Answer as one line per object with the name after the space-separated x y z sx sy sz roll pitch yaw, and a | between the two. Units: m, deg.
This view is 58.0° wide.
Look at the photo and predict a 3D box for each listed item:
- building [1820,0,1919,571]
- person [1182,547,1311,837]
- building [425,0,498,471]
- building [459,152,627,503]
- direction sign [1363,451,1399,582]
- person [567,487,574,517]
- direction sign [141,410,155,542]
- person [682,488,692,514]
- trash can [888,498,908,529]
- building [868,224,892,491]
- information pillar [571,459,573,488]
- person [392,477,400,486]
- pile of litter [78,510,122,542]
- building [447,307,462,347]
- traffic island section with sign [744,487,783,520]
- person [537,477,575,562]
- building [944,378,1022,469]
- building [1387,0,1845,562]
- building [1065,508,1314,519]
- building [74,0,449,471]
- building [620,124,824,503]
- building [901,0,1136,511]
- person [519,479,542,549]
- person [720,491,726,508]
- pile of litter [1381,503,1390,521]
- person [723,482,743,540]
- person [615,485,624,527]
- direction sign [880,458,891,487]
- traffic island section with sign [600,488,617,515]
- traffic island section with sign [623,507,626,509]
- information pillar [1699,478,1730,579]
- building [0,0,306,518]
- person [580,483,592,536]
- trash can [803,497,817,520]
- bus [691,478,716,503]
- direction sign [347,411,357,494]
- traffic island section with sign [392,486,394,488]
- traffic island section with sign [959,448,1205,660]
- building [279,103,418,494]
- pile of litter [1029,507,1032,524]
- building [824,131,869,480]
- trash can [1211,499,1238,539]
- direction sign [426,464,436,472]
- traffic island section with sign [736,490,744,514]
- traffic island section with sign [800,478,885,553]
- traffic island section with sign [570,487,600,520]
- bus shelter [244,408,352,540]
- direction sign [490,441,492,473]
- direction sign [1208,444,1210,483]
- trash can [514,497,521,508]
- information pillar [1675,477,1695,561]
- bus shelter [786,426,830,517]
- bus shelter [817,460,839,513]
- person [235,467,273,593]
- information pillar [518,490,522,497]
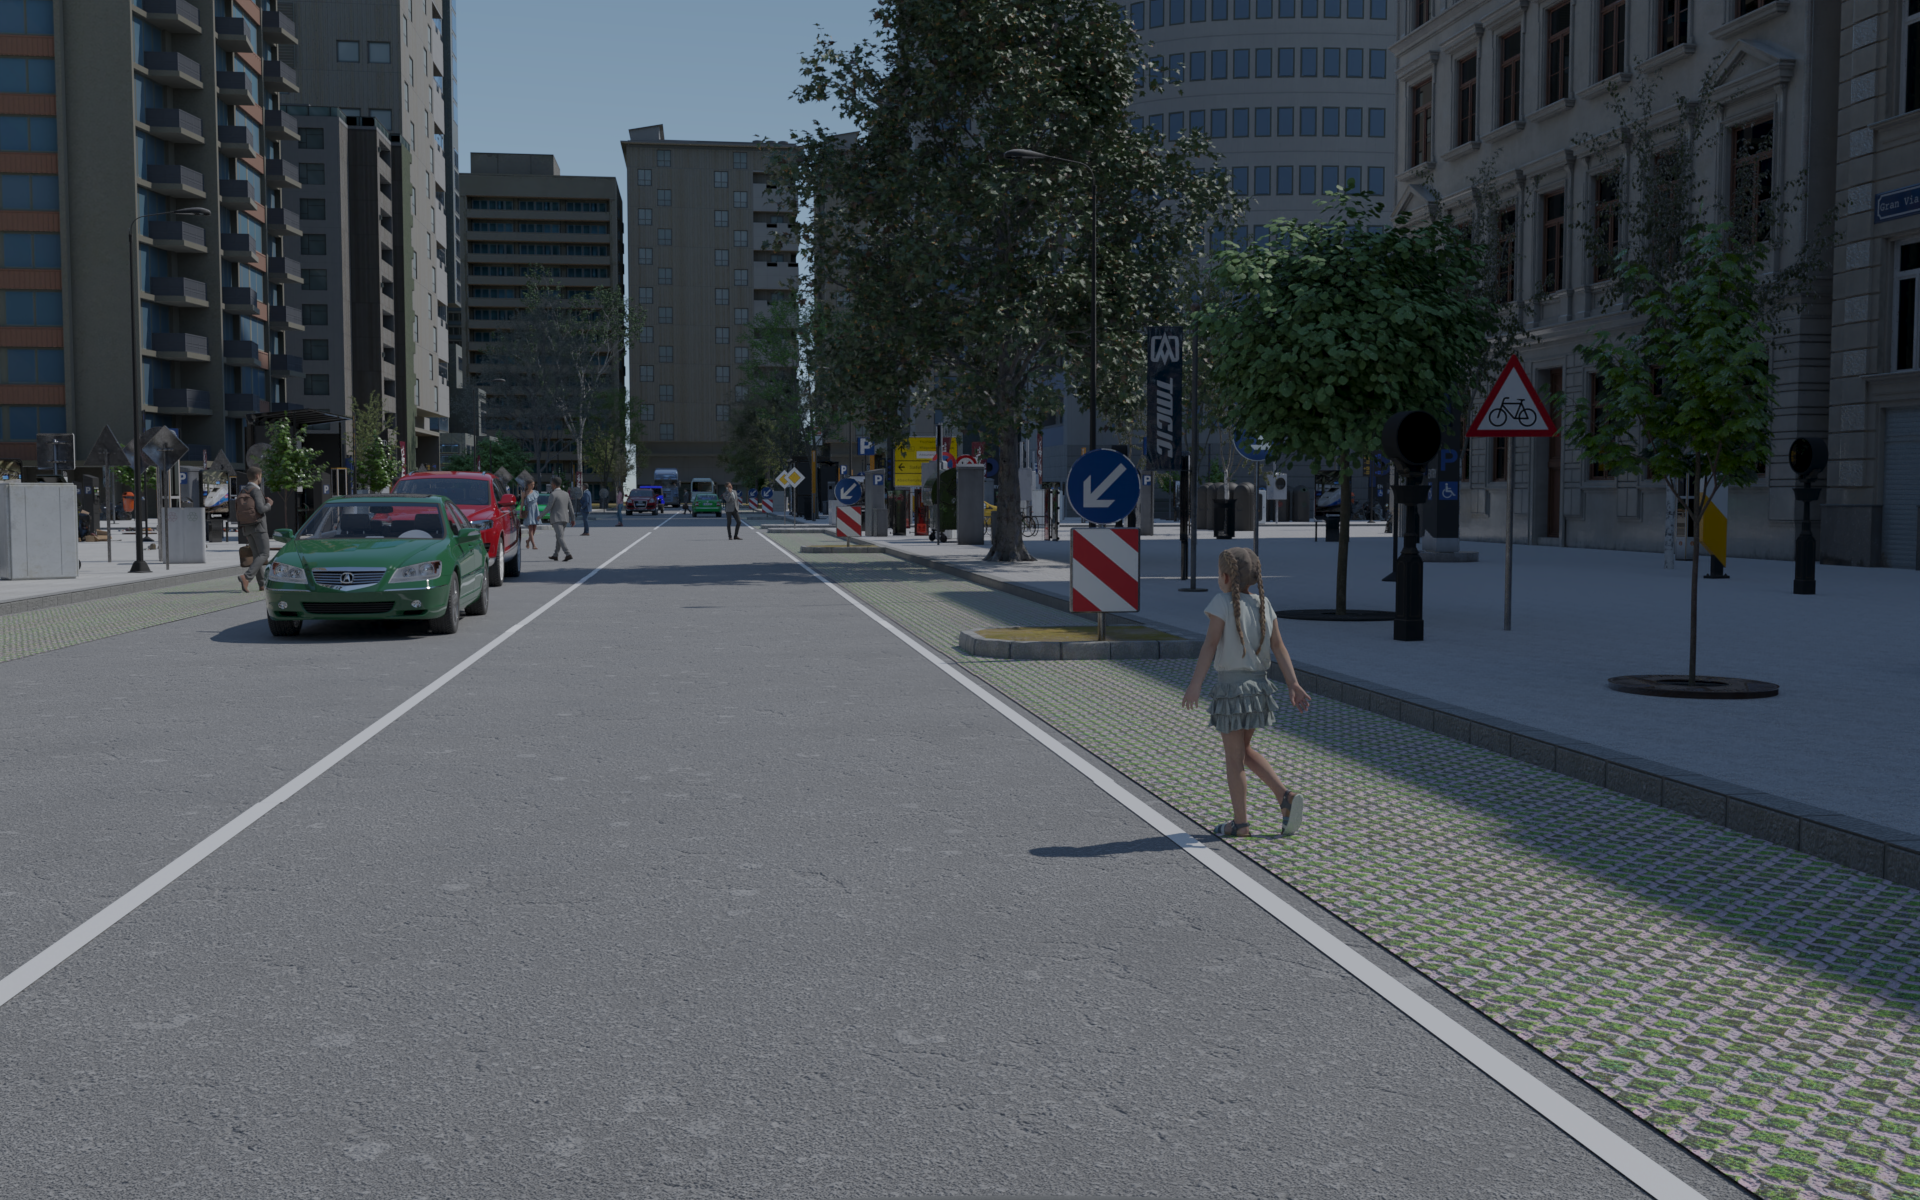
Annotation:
23.017 -13.598 19.597 12.463 27.353 25.104 -1 4 -8 | building
1.165 0.390 7.145 0.505 1.210 0.382 -2 4 -34 | person
-67.574 -53.585 188.780 31.000 86.520 22.319 -1 4 -8 | building
-59.458 -38.262 249.280 21.600 48.544 21.300 -1 4 -8 | building
6.401 -2.042 25.384 0.876 3.537 0.379 3 5 43 | direction sign
-21.800 -5.420 97.098 0.573 1.828 0.580 1 4 23 | person
-22.028 -3.353 46.813 0.379 3.537 0.876 -2 4 -30 | direction sign
-19.225 -6.939 121.911 0.822 1.834 0.622 -2 4 -29 | person
-2.265 -3.141 63.012 0.748 1.137 0.748 0 3 0 | trash can
1.014 -35.266 200.296 21.300 48.544 21.600 -1 4 -8 | building
-26.113 -7.665 116.678 0.183 3.616 0.504 -1 4 -8 | information pillar
-12.056 -1.724 36.954 0.850 1.792 0.678 -1 4 -17 | person
-23.455 -2.001 46.688 1.719 0.858 1.176 -3 5 -44 | pile of litter
-82.867 -34.252 251.895 23.993 40.220 32.217 -1 4 -8 | building
-10.867 -5.371 96.439 1.989 1.847 2.006 -1 4 -8 | traffic island section with sign
-8.555 -1.723 36.942 0.850 1.792 0.678 2 4 32 | person
11.975 -49.683 124.991 22.319 86.520 31.000 -1 4 -8 | building
19.341 -12.625 42.583 11.583 22.565 21.152 -1 4 -8 | building
19.041 -34.091 99.390 28.212 58.520 21.231 -1 4 -8 | building
-60.809 -34.480 152.983 28.713 52.752 27.495 -1 4 -8 | building
-35.258 -40.775 255.916 27.495 52.752 28.713 -1 4 -8 | building
4.190 -38.693 174.629 21.231 58.520 28.212 -1 4 -8 | building
-11.147 -2.215 44.812 0.616 1.811 0.778 -3 4 -37 | person
-24.063 -10.272 177.174 1.217 1.743 0.721 0 4 4 | person
20.412 -4.134 81.554 1.176 0.858 1.719 1 4 15 | pile of litter
-7.106 -2.780 54.133 0.592 1.802 0.473 -2 4 -29 | person
-14.981 -4.148 76.327 0.388 1.821 0.555 0 4 3 | person
-4.643 -7.142 108.766 0.876 3.537 0.379 2 4 28 | direction sign
-24.899 -6.901 121.451 1.989 1.847 2.006 -1 4 -8 | traffic island section with sign
-32.237 -9.938 171.114 1.989 1.847 2.006 -1 4 -8 | traffic island section with sign
11.422 -2.130 26.181 0.504 3.616 0.183 -1 4 -21 | information pillar
-51.836 -27.327 101.414 22.147 44.769 28.867 -1 4 -8 | building
-12.873 -3.113 59.574 0.419 1.800 0.721 -1 4 -13 | person
-7.321 -4.467 84.682 0.748 1.137 0.748 0 3 0 | trash can
-30.913 -13.057 208.336 2.948 3.499 13.247 0 4 -8 | bus
-16.701 -3.414 47.815 0.379 3.537 0.876 -1 4 -16 | direction sign
-12.923 -1.942 40.380 1.989 1.847 2.006 -1 4 -8 | traffic island section with sign
1.034 -0.439 15.803 1.989 1.847 2.006 -1 4 -8 | traffic island section with sign
-49.898 -22.030 131.886 14.160 30.474 14.107 -1 4 -8 | building
3.548 -3.825 76.504 1.176 0.858 1.719 -2 4 -31 | pile of litter
-8.133 -41.052 260.433 27.495 52.752 28.713 -1 4 -8 | building
7.502 -2.293 49.142 0.748 1.137 0.748 0 3 0 | trash can
-39.296 -8.366 128.774 0.379 3.537 0.876 3 4 38 | direction sign
-14.906 -7.041 123.756 1.989 1.847 2.006 -1 4 -8 | traffic island section with sign
-2.904 -2.070 42.470 1.989 1.847 2.006 -1 4 -8 | traffic island section with sign
-20.954 -5.270 94.785 1.989 1.847 2.006 -1 4 -8 | traffic island section with sign
-19.082 -3.609 50.284 1.731 3.624 6.357 -1 4 -8 | bus shelter
-20.305 -5.076 74.985 0.379 3.537 0.876 -1 4 -15 | direction sign
11.251 -5.274 78.219 0.379 3.537 0.876 0 4 4 | direction sign
-24.580 -5.177 96.292 0.748 1.137 0.748 0 3 0 | trash can
13.965 -1.758 33.232 0.304 2.012 0.304 -1 4 -18 | information pillar
-8.802 -7.449 99.428 2.179 5.291 8.768 -1 4 -8 | bus shelter
-9.344 -7.819 119.131 1.731 3.624 6.357 -1 4 -8 | bus shelter
-10.320 -1.029 25.289 0.622 1.834 0.822 2 4 26 | person
-33.992 -7.909 133.798 0.304 2.012 0.304 -1 4 -9 | information pillar
